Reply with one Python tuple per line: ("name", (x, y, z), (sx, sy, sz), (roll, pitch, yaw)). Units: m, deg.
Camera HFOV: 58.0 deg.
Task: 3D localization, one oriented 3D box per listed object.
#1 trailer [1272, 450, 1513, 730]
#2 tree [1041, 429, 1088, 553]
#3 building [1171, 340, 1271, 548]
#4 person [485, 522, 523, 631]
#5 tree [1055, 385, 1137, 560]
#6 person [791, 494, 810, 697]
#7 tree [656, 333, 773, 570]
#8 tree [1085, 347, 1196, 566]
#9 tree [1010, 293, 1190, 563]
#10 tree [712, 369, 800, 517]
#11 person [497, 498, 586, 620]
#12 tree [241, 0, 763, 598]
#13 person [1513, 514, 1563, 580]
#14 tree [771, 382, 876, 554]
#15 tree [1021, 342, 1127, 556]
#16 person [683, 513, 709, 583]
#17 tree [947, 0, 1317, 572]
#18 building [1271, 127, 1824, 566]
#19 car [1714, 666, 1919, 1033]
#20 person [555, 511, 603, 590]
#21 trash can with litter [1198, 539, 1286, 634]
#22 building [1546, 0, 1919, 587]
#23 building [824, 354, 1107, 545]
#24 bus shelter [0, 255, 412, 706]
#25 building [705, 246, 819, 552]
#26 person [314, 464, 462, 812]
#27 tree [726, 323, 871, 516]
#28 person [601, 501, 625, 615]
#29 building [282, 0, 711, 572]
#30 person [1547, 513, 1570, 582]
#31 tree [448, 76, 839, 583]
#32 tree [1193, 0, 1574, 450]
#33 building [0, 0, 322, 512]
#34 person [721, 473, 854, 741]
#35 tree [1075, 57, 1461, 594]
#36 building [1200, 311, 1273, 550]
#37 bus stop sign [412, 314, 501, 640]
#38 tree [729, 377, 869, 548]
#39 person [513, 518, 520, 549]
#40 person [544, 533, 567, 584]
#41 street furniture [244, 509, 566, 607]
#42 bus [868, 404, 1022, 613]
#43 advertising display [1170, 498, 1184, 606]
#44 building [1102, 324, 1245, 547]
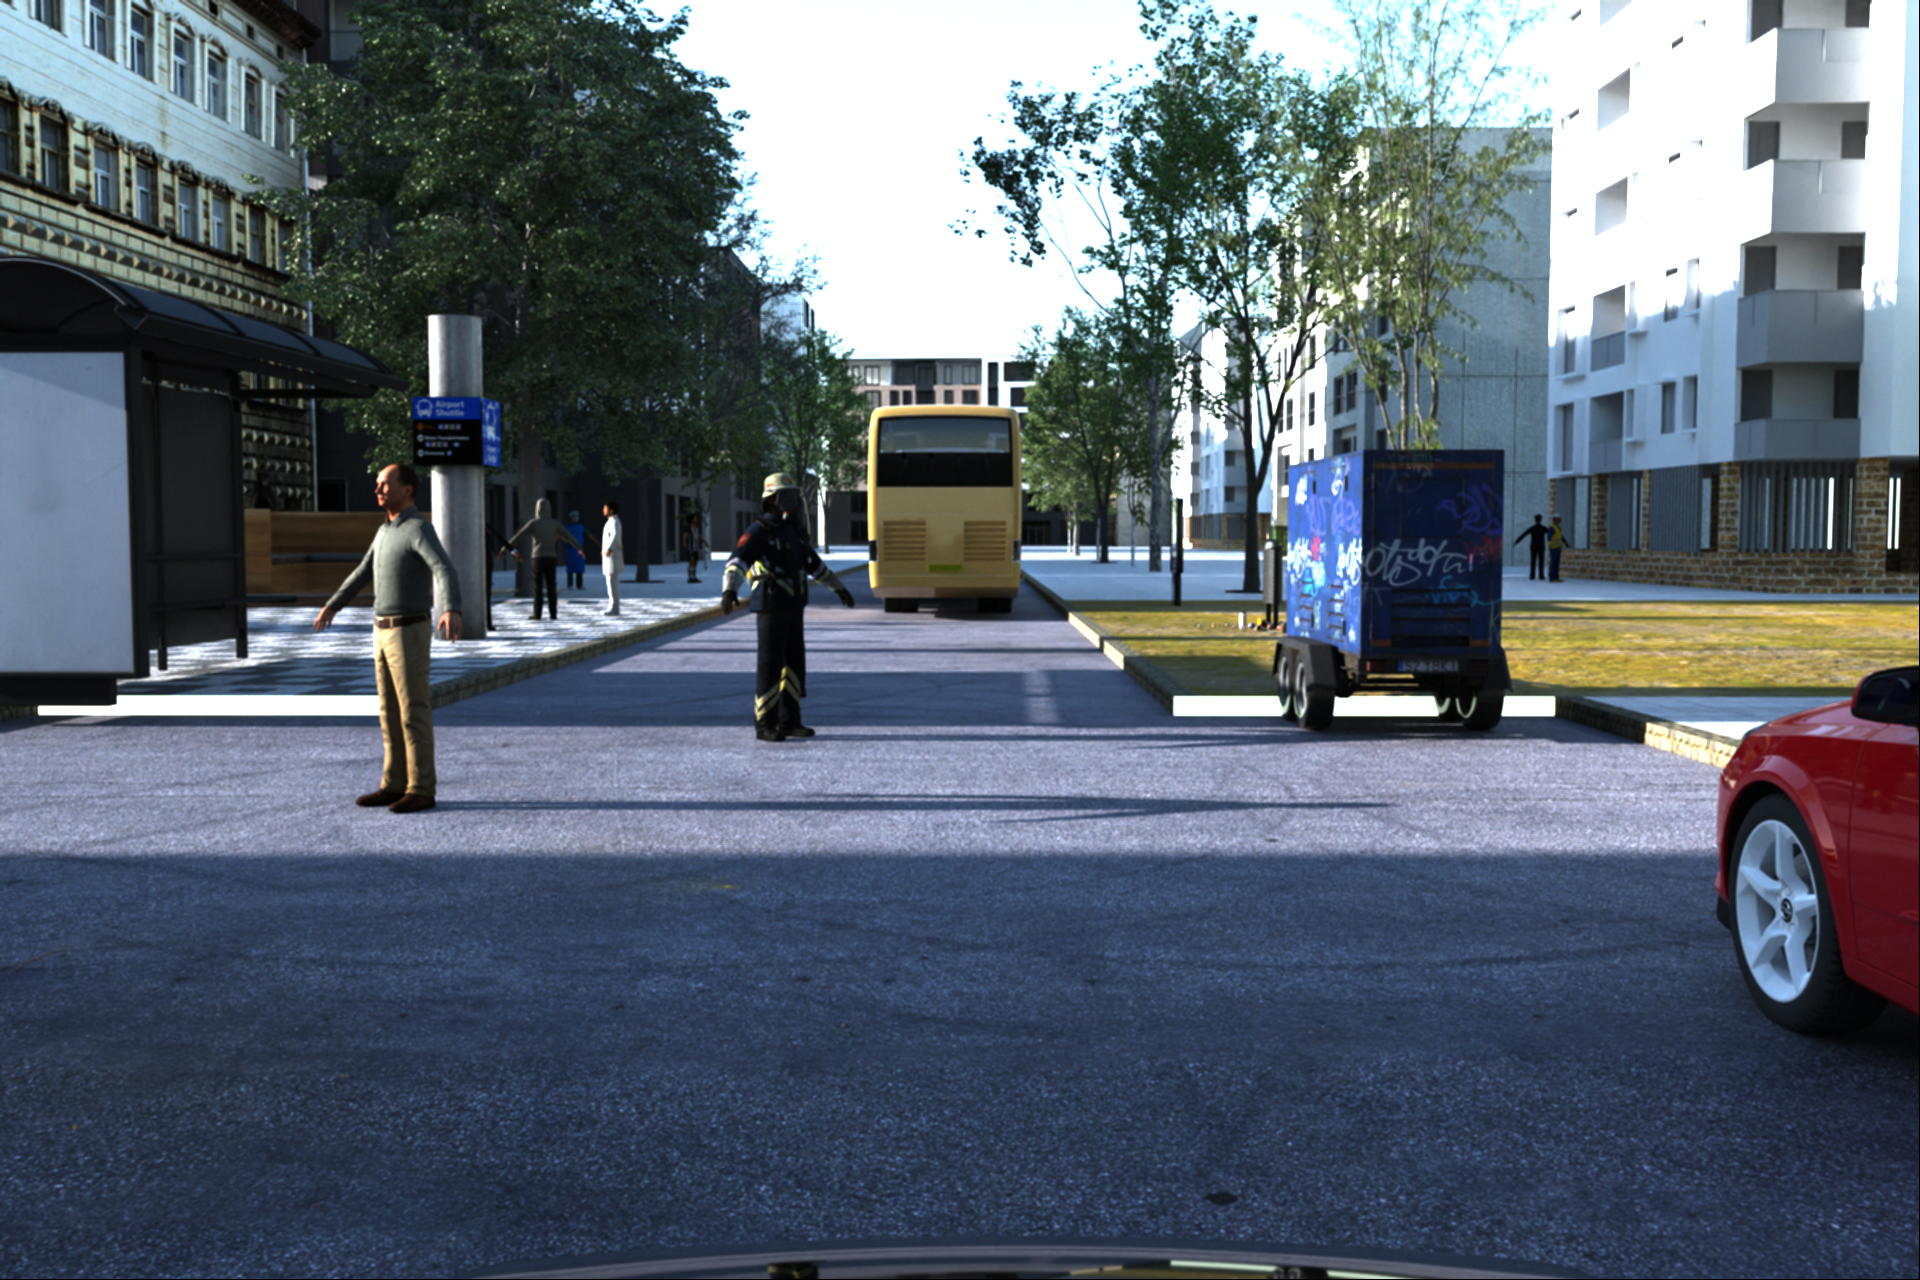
("trailer", (3.198, -0.406, 13.684), (1.471, 1.999, 3.904), (0, 3, 0))
("tree", (7.613, -10.168, 116.606), (4.360, 8.622, 3.978), (0, 3, 0))
("building", (25.903, -19.125, 169.118), (16.016, 20.090, 11.380), (0, 4, 0))
("person", (-6.360, -1.000, 23.073), (1.216, 1.740, 0.721), (1, 4, 22))
("tree", (6.788, -8.219, 84.735), (4.360, 8.622, 3.978), (0, 3, 0))
("person", (-1.520, -0.403, 15.278), (0.704, 1.802, 1.346), (-1, 4, -18))
("tree", (-9.022, -6.844, 62.261), (4.737, 8.622, 4.395), (0, 3, 0))
("tree", (7.153, -7.253, 68.944), (4.737, 8.622, 4.395), (0, 3, 0))
("tree", (6.267, -9.196, 76.113), (9.928, 11.665, 9.643), (0, 3, 0))
("tree", (-8.627, -7.713, 76.476), (4.360, 8.622, 3.978), (0, 3, 0))
("person", (-6.241, -1.212, 25.948), (1.348, 1.813, 0.705), (-2, 4, -30))
("tree", (-8.855, -7.843, 34.888), (9.857, 13.997, 8.962), (0, 3, 0))
("person", (16.242, -2.615, 48.688), (1.347, 1.837, 0.705), (1, 4, 22))
("tree", (-8.575, -11.346, 111.261), (9.928, 11.665, 9.643), (0, 3, 0))
("tree", (6.508, -11.232, 101.770), (7.486, 12.596, 7.792), (0, 3, 0))
("person", (-6.990, -2.406, 45.483), (0.704, 1.843, 1.345), (1, 4, 19))
("tree", (5.887, -12.323, 57.376), (12.611, 20.169, 13.585), (0, 3, 0))
("building", (26.193, -13.304, 83.980), (16.747, 18.905, 31.486), (0, 4, 1))
("car", (3.235, 0.326, 3.713), (2.155, 1.783, 4.494), (0, 4, 1))
("person", (-8.848, -2.063, 39.855), (1.347, 1.817, 0.704), (-3, 5, -39))
("trash can with litter", (4.136, -0.735, 23.081), (1.678, 1.210, 2.233), (0, 4, -1))
("building", (22.636, -11.813, 49.561), (16.016, 20.090, 11.380), (0, 4, 1))
("building", (1.377, -22.202, 209.439), (32.646, 21.610, 27.936), (0, 4, 4))
("bus shelter", (-6.790, -1.312, 15.368), (2.014, 3.302, 5.546), (0, 4, 2))
("building", (-26.763, -18.071, 139.430), (27.936, 21.610, 32.646), (0, 4, 0))
("person", (-2.940, -0.020, 9.048), (1.348, 1.796, 0.705), (3, 5, 42))
("tree", (-7.941, -9.731, 84.861), (9.928, 11.665, 9.643), (0, 3, 0))
("person", (-5.571, -1.310, 27.603), (0.705, 1.806, 1.347), (-1, 4, -14))
("building", (-26.328, -13.785, 69.360), (27.936, 21.610, 32.646), (0, 3, 0))
("person", (15.940, -2.465, 46.275), (0.705, 1.833, 1.349), (3, 5, 39))
("tree", (-8.264, -8.264, 45.491), (12.009, 13.543, 11.850), (0, 3, 0))
("tree", (5.220, -4.201, 19.056), (4.360, 8.622, 3.978), (0, 3, 0))
("building", (-29.059, -12.999, 43.463), (19.493, 23.208, 18.063), (0, 4, 1))
("person", (-1.239, -0.236, 12.101), (0.705, 1.856, 1.354), (2, 4, 35))
("tree", (6.536, -6.838, 37.561), (9.928, 11.665, 9.643), (0, 3, 0))
("building", (25.809, -17.816, 147.704), (16.016, 20.090, 11.380), (0, 4, 1))
("bus stop sign", (-6.125, -1.964, 21.127), (0.837, 3.901, 0.837), (0, 4, 0))
("tree", (-8.512, -9.981, 97.600), (8.767, 10.594, 7.601), (-2, 4, -30))
("person", (-10.539, -2.162, 42.146), (1.217, 1.733, 0.721), (3, 5, 45))
("person", (-10.495, -2.334, 44.024), (1.347, 1.847, 0.705), (1, 4, 18))
("street furniture", (-13.351, -1.682, 34.350), (11.010, 1.723, 9.812), (-1, 4, -9))
("bus", (-0.205, -2.624, 34.448), (2.896, 3.916, 12.252), (0, 4, 0))
("advertising display", (3.910, -1.592, 31.249), (0.123, 1.923, 0.974), (0, 4, 0))
("building", (25.154, -21.564, 183.506), (19.493, 23.208, 18.063), (0, 4, 0))
